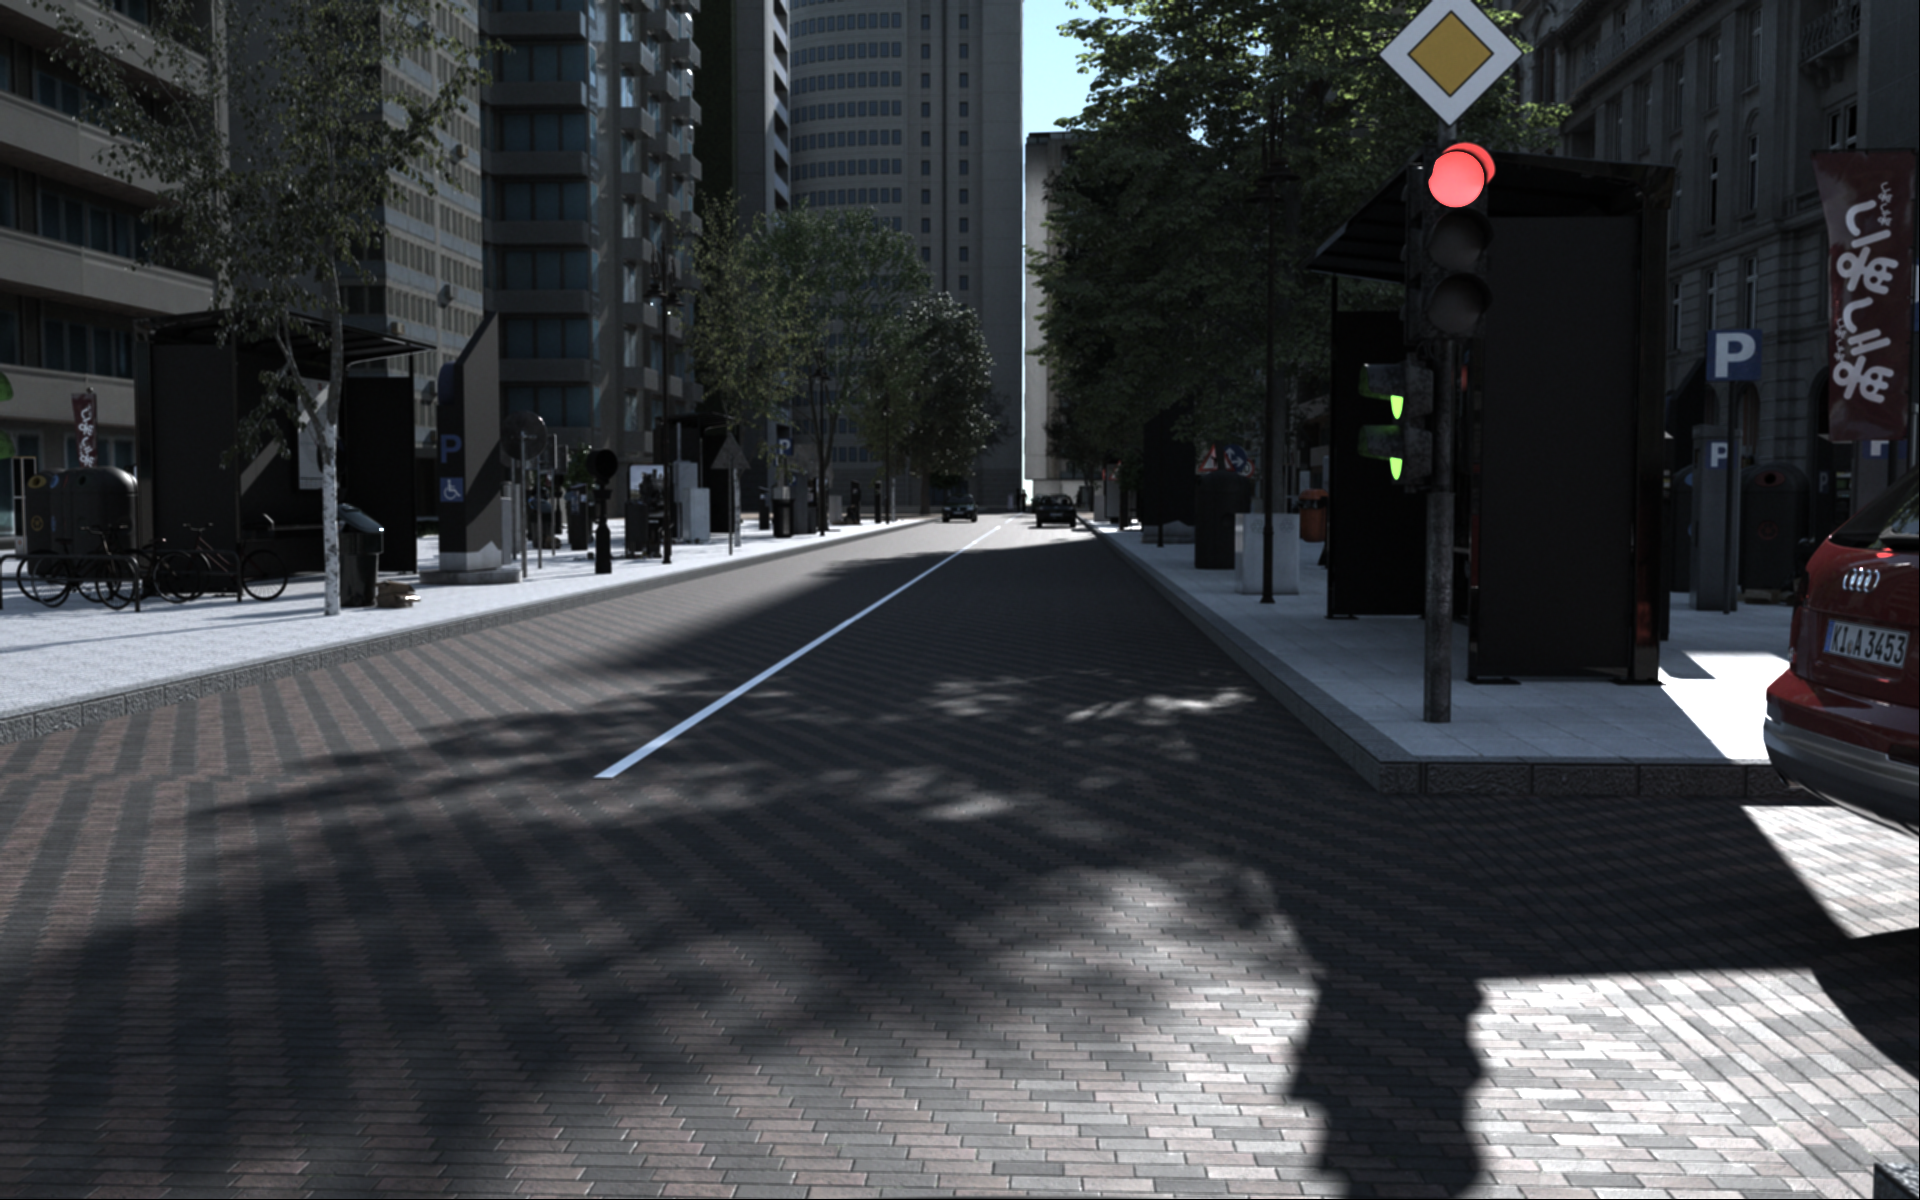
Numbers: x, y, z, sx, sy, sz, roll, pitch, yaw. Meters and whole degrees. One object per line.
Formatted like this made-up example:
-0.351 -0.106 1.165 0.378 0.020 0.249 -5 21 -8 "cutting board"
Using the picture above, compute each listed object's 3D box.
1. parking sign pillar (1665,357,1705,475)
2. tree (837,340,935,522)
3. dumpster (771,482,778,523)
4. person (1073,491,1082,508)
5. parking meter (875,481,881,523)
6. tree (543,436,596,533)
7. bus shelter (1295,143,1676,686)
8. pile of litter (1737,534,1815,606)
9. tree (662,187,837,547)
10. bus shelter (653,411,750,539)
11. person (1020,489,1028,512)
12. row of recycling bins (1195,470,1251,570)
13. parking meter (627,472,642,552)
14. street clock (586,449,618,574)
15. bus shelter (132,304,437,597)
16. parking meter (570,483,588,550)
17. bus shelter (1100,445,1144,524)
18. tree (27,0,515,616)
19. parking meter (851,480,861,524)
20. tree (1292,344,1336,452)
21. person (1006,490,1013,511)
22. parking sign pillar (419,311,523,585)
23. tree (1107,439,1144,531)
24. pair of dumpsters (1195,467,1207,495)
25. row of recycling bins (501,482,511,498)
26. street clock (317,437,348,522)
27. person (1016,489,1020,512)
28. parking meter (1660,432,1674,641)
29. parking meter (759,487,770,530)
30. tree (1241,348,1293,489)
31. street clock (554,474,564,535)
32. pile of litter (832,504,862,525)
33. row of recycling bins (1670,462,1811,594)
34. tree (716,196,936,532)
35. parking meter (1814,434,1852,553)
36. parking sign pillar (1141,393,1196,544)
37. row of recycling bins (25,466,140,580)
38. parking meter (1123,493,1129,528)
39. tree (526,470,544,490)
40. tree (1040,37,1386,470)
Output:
14.062 -2.776 33.862 1.447 3.967 1.447 -3 5 -44 "parking sign pillar"
-3.314 -7.931 80.036 4.737 8.622 4.395 0 3 0 "tree"
-7.595 -4.300 76.068 1.264 1.857 1.865 0 4 3 "dumpster"
11.232 -9.537 165.138 0.721 1.735 1.217 -3 5 -41 "person"
-3.593 -4.295 75.941 0.255 1.863 0.399 0 4 3 "parking meter"
-12.640 -3.873 57.918 1.663 3.219 1.824 0 3 0 "tree"
4.123 -1.432 14.690 1.731 3.624 6.357 0 4 3 "bus shelter"
9.714 -0.376 20.120 1.176 0.858 1.719 1 4 8 "pile of litter"
-5.313 -5.590 41.763 4.360 8.622 3.978 0 3 0 "tree"
-7.665 -3.709 51.931 1.731 3.624 6.357 0 4 3 "bus shelter"
5.052 -7.912 137.800 0.705 1.831 1.348 -2 4 -33 "person"
4.722 -1.466 31.082 1.069 1.692 3.534 1 4 9 "row of recycling bins"
-7.220 -2.007 38.520 0.255 1.863 0.399 -2 4 -35 "parking meter"
-5.762 -1.428 27.923 0.358 2.002 0.471 3 5 40 "street clock"
-9.345 -2.040 24.644 1.731 3.624 6.357 0 4 3 "bus shelter"
-8.705 -1.907 39.584 0.372 1.533 0.369 0 3 0 "parking meter"
7.064 -4.906 74.131 2.014 3.302 5.546 0 4 3 "bus shelter"
-6.885 -4.140 18.053 4.360 8.622 3.978 0 3 0 "tree"
-4.399 -4.131 73.259 0.399 1.863 0.255 0 4 6 "parking meter"
16.971 -7.594 74.529 4.360 8.622 3.978 0 3 0 "tree"
4.308 -8.539 148.787 0.621 1.740 0.551 3 5 42 "person"
-7.086 -2.234 25.002 1.447 3.967 1.447 0 4 7 "parking sign pillar"
5.986 -4.023 60.373 1.663 3.219 1.824 0 3 0 "tree"
8.633 -3.746 63.744 1.574 2.255 4.437 0 4 3 "pair of dumpsters"
-15.903 -3.125 58.203 3.534 1.692 1.069 3 5 44 "row of recycling bins"
-8.001 -1.074 22.125 0.358 2.002 0.471 0 4 0 "street clock"
4.507 -7.761 135.022 0.705 1.869 1.348 0 4 3 "person"
6.077 -0.582 15.233 0.255 1.863 0.399 0 4 5 "parking meter"
-7.079 -3.316 62.633 0.372 1.533 0.369 0 3 0 "parking meter"
14.895 -8.029 81.637 4.360 8.622 3.978 0 3 0 "tree"
-12.753 -3.082 54.957 0.358 2.002 0.471 1 4 9 "street clock"
-4.689 -3.550 72.013 1.176 0.858 1.719 -1 4 -20 "pile of litter"
10.065 -0.940 22.487 3.534 1.692 1.069 2 4 29 "row of recycling bins"
-4.650 -8.184 59.565 9.928 11.665 9.643 0 3 0 "tree"
8.466 -0.674 16.736 0.255 1.863 0.399 0 4 1 "parking meter"
5.457 -3.464 45.101 1.447 3.967 1.447 1 4 17 "parking sign pillar"
-13.516 -1.200 26.732 1.069 1.692 3.534 -3 5 -41 "row of recycling bins"
6.349 -3.715 66.449 0.255 1.863 0.399 1 4 9 "parking meter"
-15.337 -4.288 64.709 1.663 3.219 1.824 0 3 0 "tree"
5.151 -6.180 35.462 7.601 10.594 8.767 1 4 14 "tree"
